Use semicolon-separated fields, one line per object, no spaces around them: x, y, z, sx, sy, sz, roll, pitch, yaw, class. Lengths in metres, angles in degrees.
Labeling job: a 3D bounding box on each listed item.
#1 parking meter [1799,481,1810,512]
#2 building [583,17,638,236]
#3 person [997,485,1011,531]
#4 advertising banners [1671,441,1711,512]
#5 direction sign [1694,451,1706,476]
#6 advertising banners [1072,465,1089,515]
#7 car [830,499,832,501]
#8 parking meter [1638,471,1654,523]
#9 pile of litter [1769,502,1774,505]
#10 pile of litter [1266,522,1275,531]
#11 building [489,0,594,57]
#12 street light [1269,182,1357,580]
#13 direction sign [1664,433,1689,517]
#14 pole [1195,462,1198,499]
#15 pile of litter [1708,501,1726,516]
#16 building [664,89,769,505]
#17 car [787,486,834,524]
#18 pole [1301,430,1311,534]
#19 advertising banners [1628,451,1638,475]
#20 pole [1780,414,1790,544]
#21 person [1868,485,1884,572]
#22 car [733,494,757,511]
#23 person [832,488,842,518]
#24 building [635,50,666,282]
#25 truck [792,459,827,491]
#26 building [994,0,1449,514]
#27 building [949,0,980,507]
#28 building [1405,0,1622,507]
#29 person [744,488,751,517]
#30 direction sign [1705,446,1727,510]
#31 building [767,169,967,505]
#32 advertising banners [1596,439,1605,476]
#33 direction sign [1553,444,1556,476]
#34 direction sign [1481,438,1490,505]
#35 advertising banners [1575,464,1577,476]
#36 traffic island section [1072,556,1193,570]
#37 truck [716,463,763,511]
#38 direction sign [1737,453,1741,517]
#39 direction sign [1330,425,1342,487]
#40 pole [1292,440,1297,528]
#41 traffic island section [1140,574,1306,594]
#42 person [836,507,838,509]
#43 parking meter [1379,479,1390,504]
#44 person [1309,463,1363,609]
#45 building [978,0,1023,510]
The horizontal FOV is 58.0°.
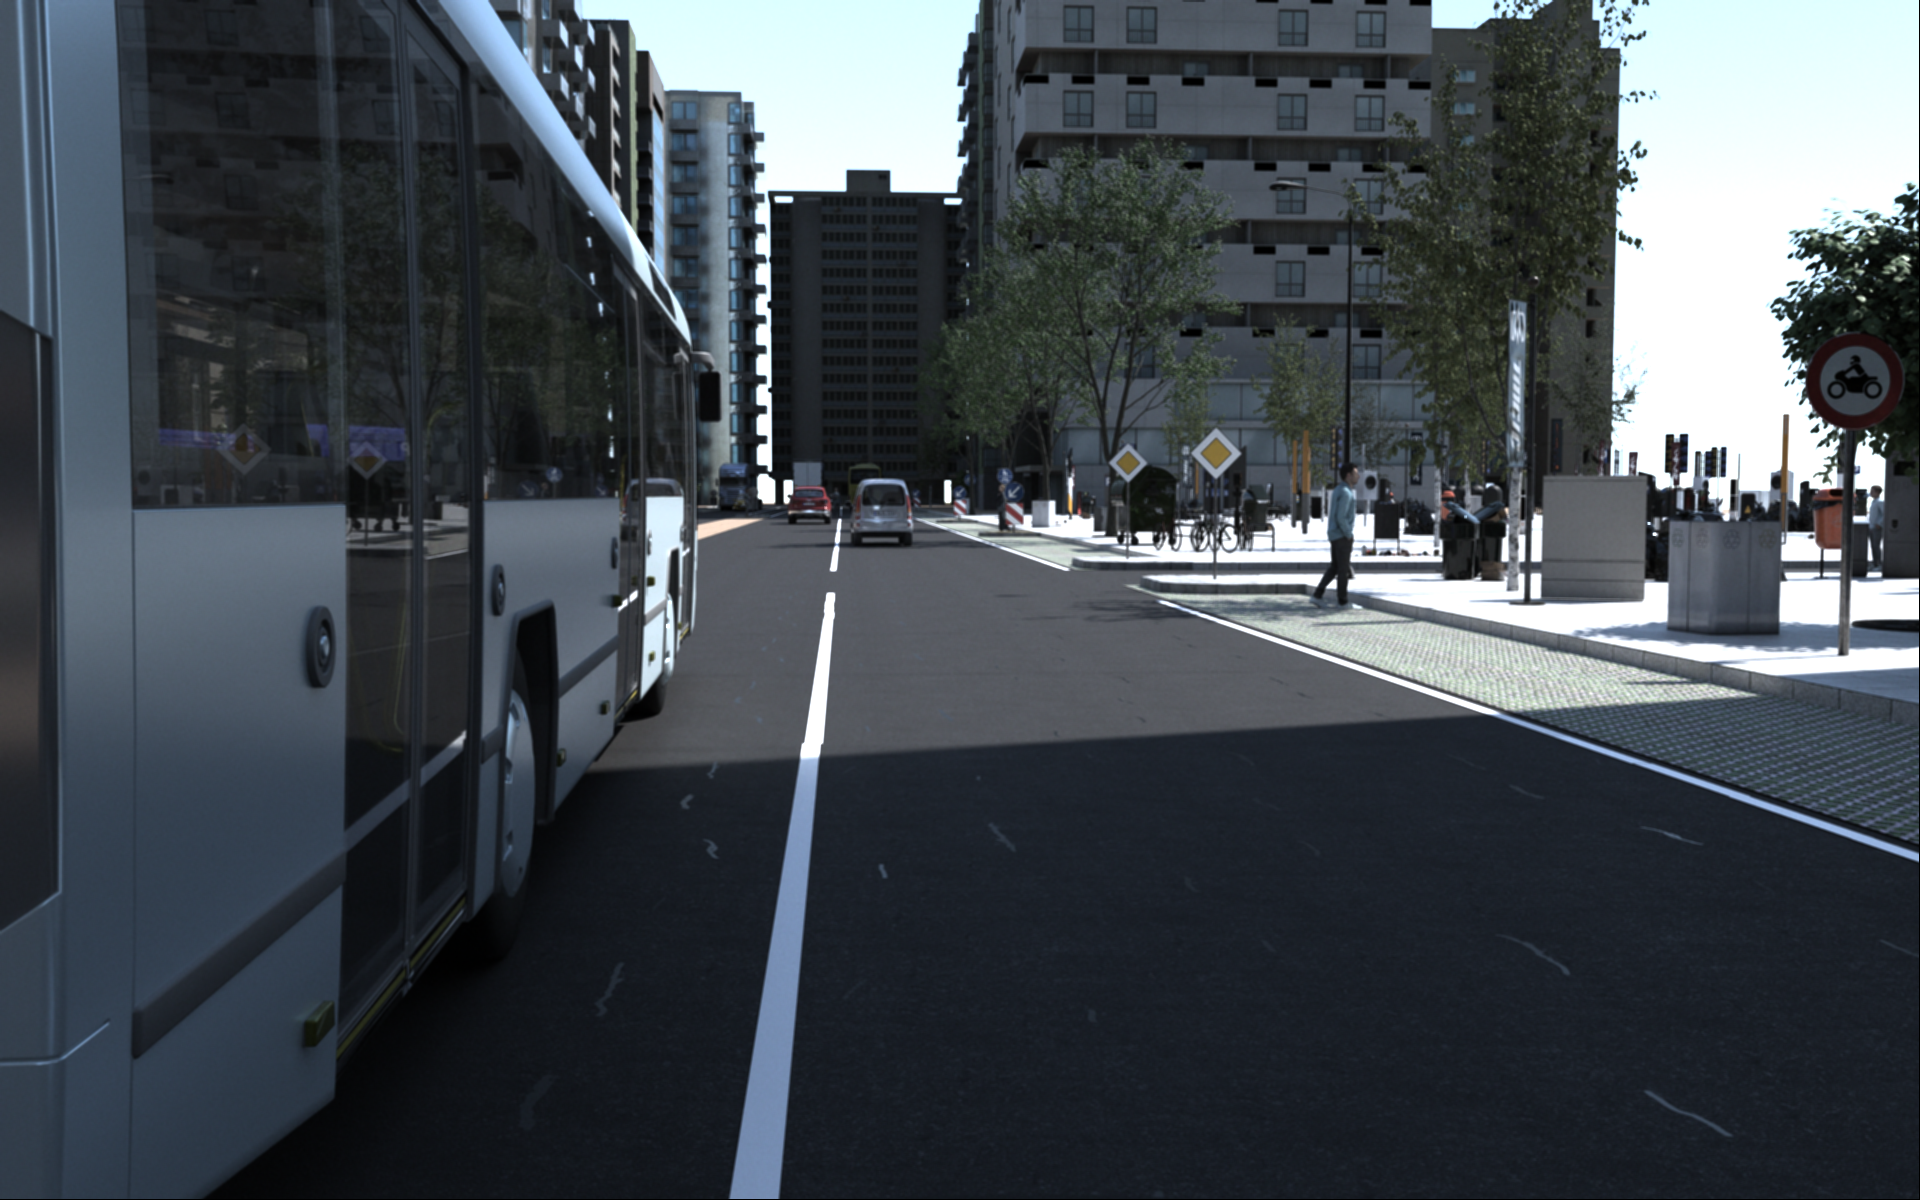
36.530;-4.235;74.945;0.255;1.863;0.399;0;4;-7;parking meter
-34.676;-28.191;144.510;14.154;41.232;14.086;0;4;-4;building
1.568;-3.286;62.647;0.534;1.772;0.576;-1;4;-13;person
24.071;-3.728;57.143;0.090;3.025;2.074;-1;4;-12;advertising banners
38.810;-6.028;90.552;0.876;3.537;0.379;0;4;-3;direction sign
7.238;-6.653;104.969;0.090;3.025;2.074;3;4;37;advertising banners
-10.167;-6.846;123.735;2.131;1.459;4.920;0;4;-5;car
17.270;-2.319;43.627;0.399;1.863;0.255;1;4;23;parking meter
45.651;-5.057;96.643;1.176;0.858;1.719;1;4;13;pile of litter
10.592;-2.875;60.978;1.719;0.858;1.176;-3;5;-44;pile of litter
-37.964;-30.713;121.770;23.786;49.044;30.456;0;4;-4;building
5.294;-3.268;25.965;1.470;5.913;1.316;0;4;-4;street light
26.791;-4.454;64.820;0.379;3.537;0.876;-3;5;-44;direction sign
14.796;-6.998;108.255;0.158;3.312;0.155;0;3;0;pole
44.890;-5.449;103.058;1.176;0.858;1.719;0;4;6;pile of litter
-38.034;-35.768;204.423;30.456;49.044;23.786;0;4;-4;building
-7.278;-4.613;84.089;2.281;1.827;5.304;0;4;-4;car
11.067;-3.771;55.500;0.158;3.312;0.155;0;3;0;pole
27.233;-4.614;71.630;0.090;3.025;2.074;-2;4;-24;advertising banners
20.986;-3.072;44.074;0.158;3.312;0.155;0;3;0;pole
16.973;-1.333;32.098;0.330;1.601;0.589;1;4;14;person
-17.985;-8.257;145.219;2.015;1.641;3.980;0;4;-2;car
-7.413;-5.867;104.601;0.661;1.801;0.590;-2;4;-28;person
-37.080;-31.942;172.358;14.200;45.320;14.600;0;4;-4;building
-12.622;-9.559;145.200;2.839;4.237;11.283;0;4;-3;truck
16.855;-32.678;123.518;28.713;52.752;27.495;0;4;-4;building
11.273;-33.452;166.552;23.786;49.044;30.456;0;4;-4;building
54.072;-33.709;174.836;21.600;48.544;21.300;0;4;-4;building
-12.900;-5.921;105.589;0.573;1.790;0.520;-3;5;-43;person
36.152;-5.540;82.582;0.379;3.537;0.876;-2;4;-27;direction sign
-11.111;-31.692;210.052;23.993;40.220;32.217;0;4;-4;building
20.519;-3.583;54.766;0.090;3.025;2.074;0;4;4;advertising banners
27.185;-5.338;79.266;0.379;3.537;0.876;1;4;13;direction sign
21.268;-4.779;70.132;0.379;3.537;0.876;3;4;38;direction sign
31.850;-5.692;89.251;0.090;3.025;2.074;1;4;12;advertising banners
3.303;-0.714;33.961;2.009;0.180;2.903;0;4;-4;traffic island section
-19.800;-10.224;156.921;2.967;4.110;18.799;0;4;-2;truck
42.717;-6.301;95.015;0.379;3.537;0.876;2;4;30;direction sign
12.383;-3.979;57.060;0.379;3.537;0.876;2;4;35;direction sign
12.739;-4.410;65.954;0.158;3.312;0.155;0;3;0;pole
3.841;-0.227;25.994;2.009;0.180;2.903;0;4;-4;traffic island section
-12.110;-9.747;168.394;0.750;1.759;0.617;3;5;43;person
16.236;-3.701;66.215;0.399;1.863;0.255;-3;5;-41;parking meter
4.688;-0.798;21.568;0.620;1.820;0.660;0;4;-4;person
8.411;-28.179;144.318;14.154;41.232;14.086;0;4;-4;building
